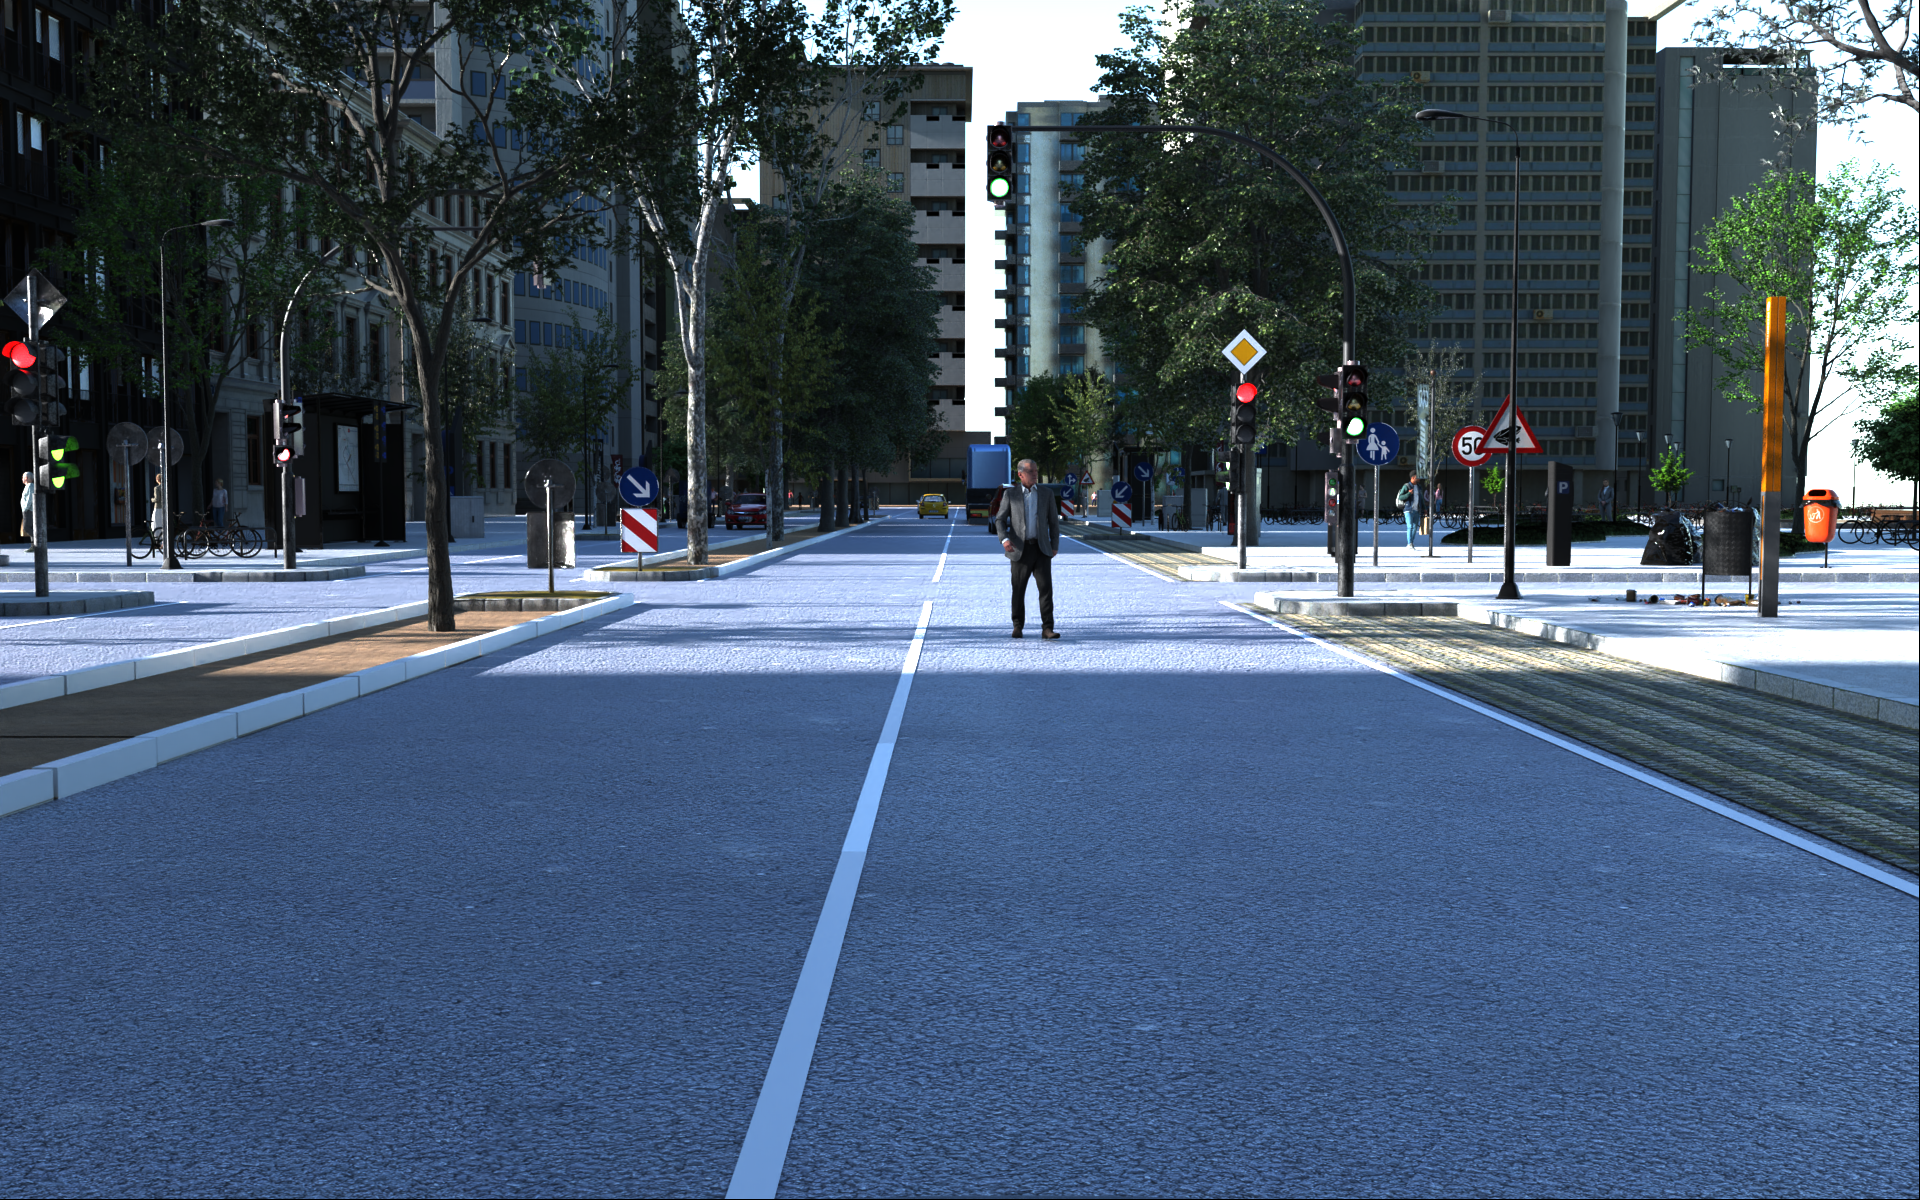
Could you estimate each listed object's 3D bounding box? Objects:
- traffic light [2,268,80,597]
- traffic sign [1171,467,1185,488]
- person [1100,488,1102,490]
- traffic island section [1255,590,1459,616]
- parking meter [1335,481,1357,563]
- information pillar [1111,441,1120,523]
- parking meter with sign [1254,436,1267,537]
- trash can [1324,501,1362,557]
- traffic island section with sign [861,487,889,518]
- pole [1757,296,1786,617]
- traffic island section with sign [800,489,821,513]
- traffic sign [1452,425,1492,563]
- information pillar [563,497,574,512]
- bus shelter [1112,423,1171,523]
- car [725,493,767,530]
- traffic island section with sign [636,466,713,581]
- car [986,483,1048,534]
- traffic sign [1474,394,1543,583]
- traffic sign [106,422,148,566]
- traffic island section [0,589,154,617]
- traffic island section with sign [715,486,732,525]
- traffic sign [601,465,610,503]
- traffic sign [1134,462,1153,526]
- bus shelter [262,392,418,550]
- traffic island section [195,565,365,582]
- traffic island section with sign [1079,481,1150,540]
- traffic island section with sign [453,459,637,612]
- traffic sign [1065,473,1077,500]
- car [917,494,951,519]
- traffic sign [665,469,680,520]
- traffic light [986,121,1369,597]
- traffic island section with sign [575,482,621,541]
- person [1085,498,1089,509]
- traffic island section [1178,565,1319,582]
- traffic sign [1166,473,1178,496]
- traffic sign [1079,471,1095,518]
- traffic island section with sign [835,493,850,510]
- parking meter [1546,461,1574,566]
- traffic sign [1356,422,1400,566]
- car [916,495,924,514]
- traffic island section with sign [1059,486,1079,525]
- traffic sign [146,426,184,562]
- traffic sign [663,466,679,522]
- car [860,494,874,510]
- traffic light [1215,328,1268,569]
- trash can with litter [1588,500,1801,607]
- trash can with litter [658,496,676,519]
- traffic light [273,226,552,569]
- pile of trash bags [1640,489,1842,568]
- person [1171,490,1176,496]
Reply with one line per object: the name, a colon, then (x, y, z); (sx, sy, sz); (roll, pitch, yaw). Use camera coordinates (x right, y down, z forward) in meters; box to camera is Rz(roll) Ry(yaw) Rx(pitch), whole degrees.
traffic light: (-11.470, -1.996, 21.556); (0.839, 4.253, 0.868); (0, 3, 0)
traffic sign: (10.323, -4.995, 81.769); (0.768, 2.556, 0.104); (0, 4, 2)
person: (10.386, -7.375, 127.549); (0.541, 1.710, 0.530); (1, 4, 11)
traffic island section: (4.832, 0.038, 21.664); (2.009, 0.180, 2.903); (0, 3, 0)
parking meter: (7.176, -1.456, 32.212); (0.372, 1.533, 0.369); (0, 3, 0)
information pillar: (6.931, -5.233, 76.908); (0.183, 3.616, 0.504); (-1, 4, -22)
parking meter with sign: (8.609, -3.363, 51.246); (0.543, 3.016, 1.738); (2, 4, 23)
trash can: (7.778, -1.440, 35.194); (0.748, 1.137, 0.748); (0, 3, 0)
traffic island section with sign: (-5.218, -5.891, 104.462); (2.006, 1.907, 1.989); (0, 3, 0)
pole: (8.449, -1.479, 18.021); (0.158, 3.312, 0.155); (0, 3, 0)
traffic island section with sign: (-11.043, -7.511, 131.434); (1.989, 1.847, 2.006); (0, 3, 0)
traffic sign: (9.494, -1.960, 32.157); (0.768, 2.556, 0.104); (0, 4, 2)
information pillar: (-15.459, -3.905, 68.331); (0.304, 2.012, 0.304); (3, 5, 39)
bus shelter: (8.334, -6.333, 81.175); (2.179, 5.291, 8.768); (0, 4, 0)
car: (-8.474, -3.786, 70.934); (2.155, 1.783, 4.494); (0, 4, 1)
traffic island section with sign: (-5.307, -1.296, 29.323); (2.006, 1.907, 1.989); (0, 3, 0)
car: (2.101, -3.355, 63.525); (2.281, 1.827, 5.304); (0, 4, -1)
traffic sign: (7.141, -1.382, 22.597); (0.884, 2.594, 0.081); (0, 4, 3)
traffic sign: (-14.759, -1.871, 30.697); (0.768, 2.556, 0.104); (0, 4, 5)
traffic island section: (-11.510, 0.036, 21.690); (2.009, 0.180, 2.903); (0, 3, 0)
traffic island section with sign: (-11.108, -4.494, 82.103); (1.989, 1.847, 2.006); (0, 3, 0)
traffic sign: (-15.591, -4.601, 75.327); (0.768, 2.556, 0.104); (0, 4, 1)
traffic sign: (7.283, -4.194, 68.683); (0.768, 2.556, 0.104); (1, 4, 9)
bus shelter: (-15.262, -3.164, 43.012); (1.731, 3.624, 6.357); (0, 3, 0)
traffic island section: (-11.499, -0.452, 29.676); (2.009, 0.180, 2.903); (0, 3, 0)
traffic island section with sign: (4.878, -2.790, 54.248); (1.989, 1.847, 2.006); (0, 3, 0)
traffic island section with sign: (-5.327, -0.843, 21.916); (2.006, 1.907, 1.989); (0, 3, 0)
traffic sign: (6.675, -6.374, 104.316); (0.768, 2.556, 0.104); (1, 4, 8)
car: (-1.533, -5.602, 101.821); (2.015, 1.641, 3.980); (0, 4, 0)
traffic sign: (-14.363, -5.280, 86.431); (0.768, 2.556, 0.104); (0, 4, 2)
traffic light: (2.700, -2.859, 21.412); (4.771, 5.953, 1.251); (0, 3, 0)
traffic island section with sign: (-11.143, -2.792, 54.279); (1.989, 1.847, 2.006); (0, 3, 0)
person: (10.233, -8.109, 141.866); (0.697, 1.427, 0.421); (-3, 4, -39)
traffic island section: (4.842, -0.451, 29.649); (2.009, 0.180, 2.903); (0, 3, 0)
traffic sign: (10.114, -4.919, 82.559); (0.606, 2.300, 0.079); (0, 4, 8)
traffic sign: (6.930, -5.789, 94.649); (0.884, 2.594, 0.081); (0, 4, 1)
traffic island section with sign: (-11.008, -9.160, 158.389); (1.989, 1.847, 2.006); (0, 3, 0)
parking meter: (10.690, -1.537, 30.848); (0.399, 1.863, 0.255); (0, 4, -6)
traffic sign: (7.405, -1.877, 30.790); (0.768, 2.556, 0.104); (0, 4, 1)
car: (-2.126, -6.857, 124.471); (2.083, 1.381, 4.827); (0, 4, -1)
traffic island section with sign: (4.912, -4.474, 81.785); (1.989, 1.847, 2.006); (0, 3, 0)
traffic sign: (-14.975, -1.986, 32.571); (0.768, 2.556, 0.104); (0, 4, 2)
traffic sign: (-13.277, -4.853, 79.357); (0.884, 2.594, 0.081); (0, 4, 8)
car: (-8.419, -8.928, 155.765); (2.009, 1.686, 4.222); (0, 4, 0)
traffic light: (4.802, -2.484, 29.535); (0.839, 4.253, 0.868); (0, 3, 0)
trash can with litter: (8.605, -0.568, 20.343); (2.233, 1.210, 1.678); (2, 4, 31)
trash can with litter: (-14.977, -4.698, 88.205); (1.055, 1.170, 0.624); (2, 4, 31)
traffic light: (-9.367, -3.358, 29.573); (4.771, 5.953, 1.251); (0, 3, 0)
pile of trash bags: (13.900, -1.291, 30.860); (1.912, 1.369, 3.447); (-3, 5, -41)
person: (22.115, -10.524, 178.826); (0.721, 1.743, 1.217); (2, 4, 32)
